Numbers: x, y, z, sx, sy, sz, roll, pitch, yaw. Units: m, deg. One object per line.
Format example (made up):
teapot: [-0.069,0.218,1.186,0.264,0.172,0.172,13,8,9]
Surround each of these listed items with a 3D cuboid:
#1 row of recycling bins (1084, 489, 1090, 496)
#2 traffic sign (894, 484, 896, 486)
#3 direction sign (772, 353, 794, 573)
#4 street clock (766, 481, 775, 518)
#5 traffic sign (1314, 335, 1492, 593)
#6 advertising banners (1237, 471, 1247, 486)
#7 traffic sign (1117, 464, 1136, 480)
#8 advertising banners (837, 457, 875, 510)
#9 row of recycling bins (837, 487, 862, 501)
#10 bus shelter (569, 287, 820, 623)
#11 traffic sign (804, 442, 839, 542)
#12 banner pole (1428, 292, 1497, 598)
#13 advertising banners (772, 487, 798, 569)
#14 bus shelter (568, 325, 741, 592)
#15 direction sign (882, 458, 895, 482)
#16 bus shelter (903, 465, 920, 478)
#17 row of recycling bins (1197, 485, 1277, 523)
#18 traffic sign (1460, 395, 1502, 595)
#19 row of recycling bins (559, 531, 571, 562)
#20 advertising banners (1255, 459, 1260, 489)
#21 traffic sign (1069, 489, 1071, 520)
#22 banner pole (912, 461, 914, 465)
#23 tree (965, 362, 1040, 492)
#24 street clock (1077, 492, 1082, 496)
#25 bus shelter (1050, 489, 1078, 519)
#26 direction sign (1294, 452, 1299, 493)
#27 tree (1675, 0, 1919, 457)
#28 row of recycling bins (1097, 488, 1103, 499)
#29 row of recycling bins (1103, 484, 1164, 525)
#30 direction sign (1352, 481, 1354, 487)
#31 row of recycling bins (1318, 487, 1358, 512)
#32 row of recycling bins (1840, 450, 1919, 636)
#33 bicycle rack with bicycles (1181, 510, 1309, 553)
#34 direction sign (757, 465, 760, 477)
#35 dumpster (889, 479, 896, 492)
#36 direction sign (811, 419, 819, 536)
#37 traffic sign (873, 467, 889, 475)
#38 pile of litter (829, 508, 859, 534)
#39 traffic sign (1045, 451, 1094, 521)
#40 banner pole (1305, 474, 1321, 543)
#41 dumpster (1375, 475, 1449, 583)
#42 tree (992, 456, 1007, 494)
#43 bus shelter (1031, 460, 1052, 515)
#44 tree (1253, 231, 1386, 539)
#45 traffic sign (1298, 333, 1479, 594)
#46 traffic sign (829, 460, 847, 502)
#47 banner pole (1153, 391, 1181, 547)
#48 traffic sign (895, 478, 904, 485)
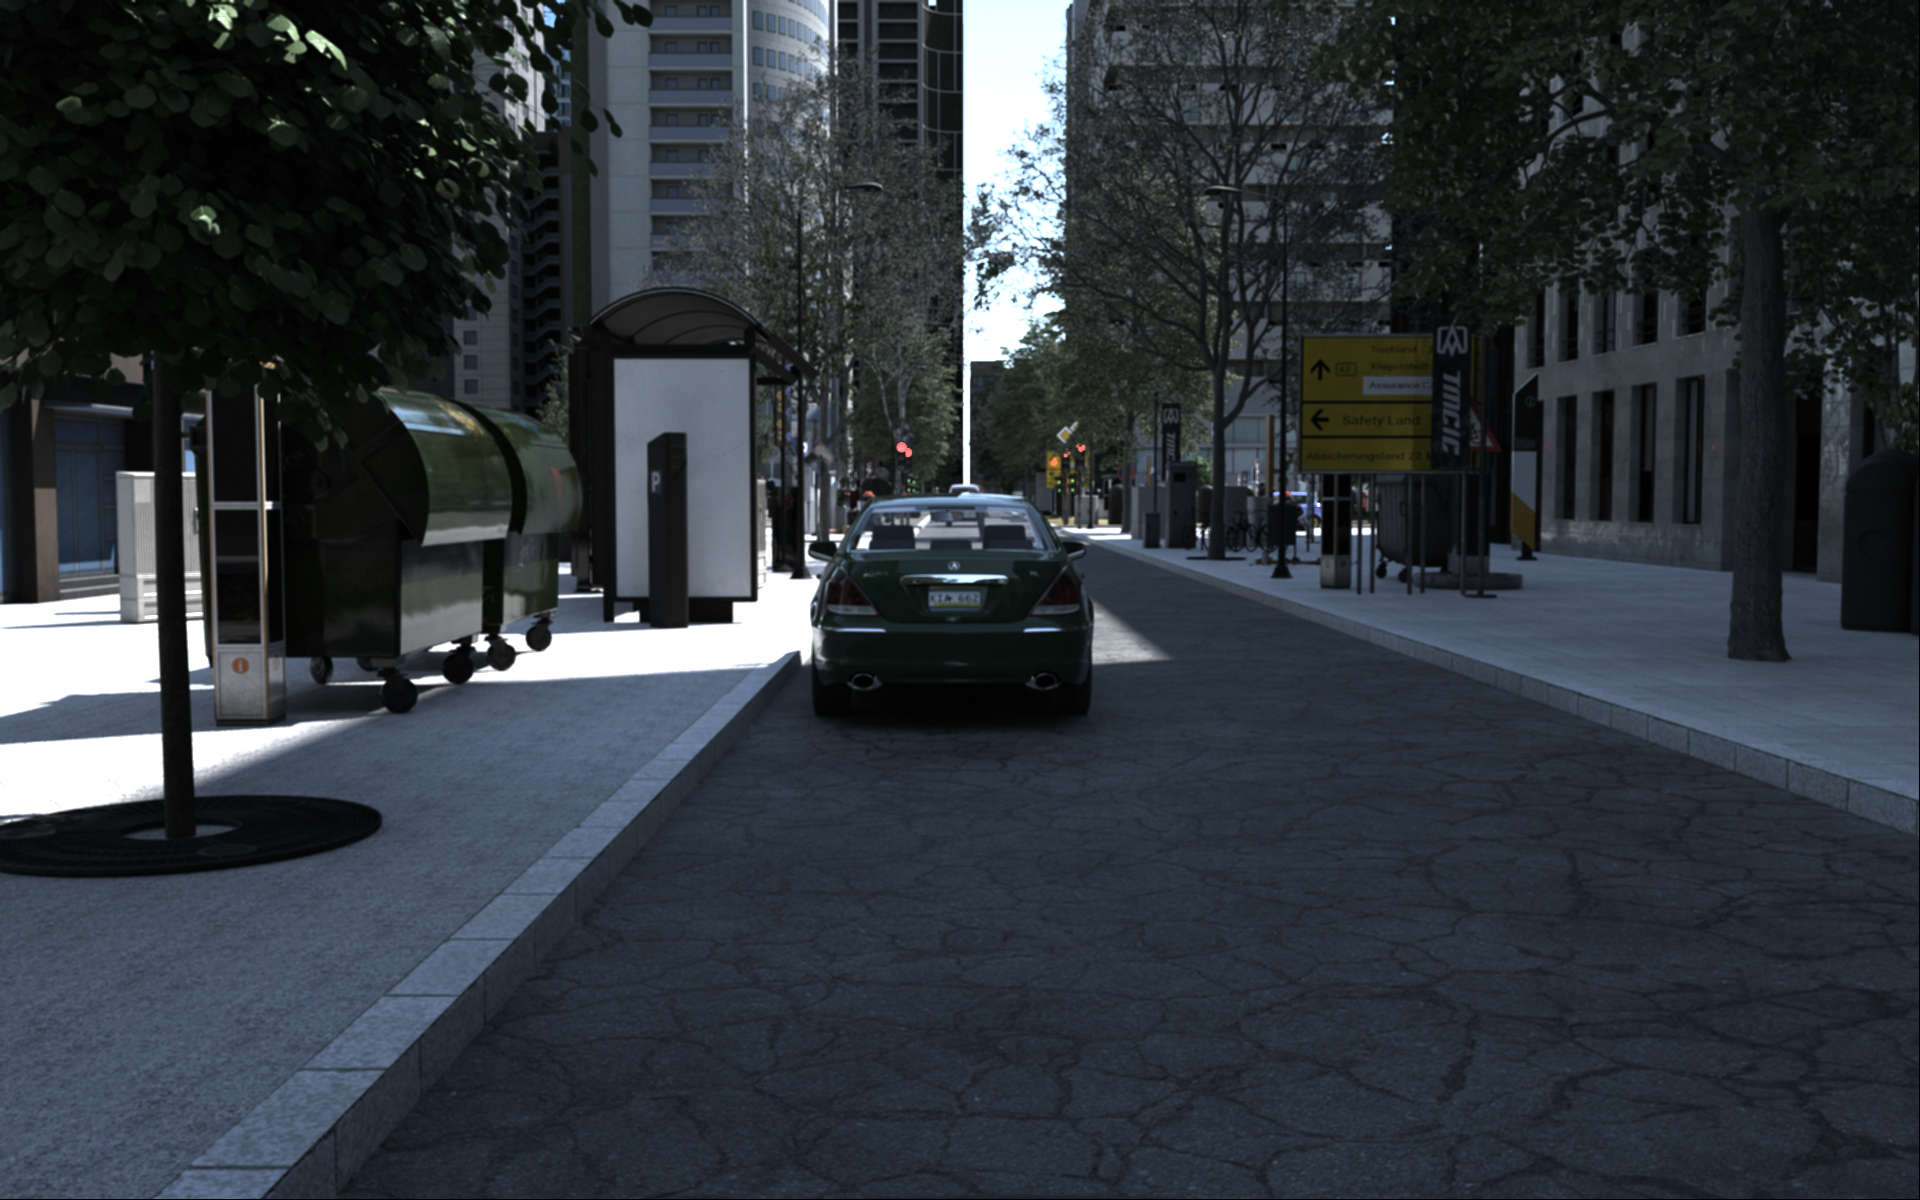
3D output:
row of recycling bins: [11.017,-7.793,134.529,3.534,1.692,1.069,2,4,30]
traffic sign: [-4.672,-8.044,131.631,0.768,2.556,0.104,0,4,3]
direction sign: [-2.900,-2.226,28.393,0.379,3.537,0.876,1,4,10]
street clock: [-10.125,-5.380,92.533,0.358,2.002,0.471,3,4,37]
traffic sign: [5.668,-1.741,22.343,2.265,3.308,0.079,0,4,3]
advertising banners: [21.220,-8.338,132.516,0.090,3.025,2.074,-3,4,-37]
traffic sign: [6.858,-4.359,71.375,0.768,2.556,0.104,0,4,3]
advertising banners: [-5.057,-5.300,82.839,2.074,3.025,0.090,1,4,13]
row of recycling bins: [-6.993,-6.172,108.032,1.069,1.692,3.534,-3,4,-36]
bus shelter: [-2.814,-1.578,19.720,2.014,3.302,5.546,0,4,0]
traffic sign: [-3.092,-2.283,38.516,0.795,2.450,0.064,0,4,5]
banner pole: [6.246,-1.923,21.466,0.863,3.779,0.401,1,4,9]
advertising banners: [-3.709,-2.037,29.500,2.074,3.025,0.090,-1,4,-11]
bus shelter: [-4.276,-2.103,25.660,1.731,3.624,6.357,0,4,0]
direction sign: [-4.552,-7.226,110.148,0.876,3.537,0.379,1,4,17]
bus shelter: [-4.023,-8.901,136.814,1.731,3.624,6.357,0,4,0]
row of recycling bins: [12.320,-4.275,77.005,3.534,1.692,1.069,1,4,15]
traffic sign: [6.380,-1.339,21.893,0.884,2.594,0.081,0,4,2]
row of recycling bins: [-7.150,-1.581,32.964,3.534,1.692,1.069,-1,4,-9]
advertising banners: [15.155,-5.522,86.472,0.090,3.025,2.074,2,4,35]
traffic sign: [5.529,-5.323,87.039,0.884,2.594,0.081,0,4,6]
banner pole: [-3.488,-8.466,128.432,0.401,3.779,0.863,1,4,17]
tree: [5.347,-15.805,165.060,9.857,13.997,8.962,0,3,0]
street clock: [5.684,-4.738,82.038,0.358,2.002,0.471,0,4,0]
bus shelter: [5.887,-7.156,94.628,2.179,5.291,8.768,0,3,0]
direction sign: [18.066,-6.184,93.113,0.379,3.537,0.876,2,4,25]
tree: [10.542,-4.252,19.880,4.737,8.622,4.395,0,3,0]
row of recycling bins: [9.392,-5.527,97.486,3.534,1.692,1.069,3,4,38]
row of recycling bins: [7.977,-4.019,72.828,3.534,1.692,1.069,-1,4,-14]
direction sign: [30.256,-8.643,133.304,0.379,3.537,0.876,-1,4,-19]
row of recycling bins: [19.192,-4.956,88.145,1.069,1.692,3.534,-1,4,-11]
row of recycling bins: [9.262,-0.490,15.122,1.069,1.692,3.534,-1,4,-21]
bicycle rack with bicycles: [6.567,-1.562,38.915,2.852,0.926,2.925,-1,4,-15]
direction sign: [-13.522,-7.552,115.470,0.379,3.537,0.876,1,4,20]
dumpster: [-4.800,-6.838,114.297,1.502,2.255,1.985,0,4,0]
direction sign: [-4.373,-3.717,52.767,0.379,3.537,0.876,0,4,2]
traffic sign: [-3.702,-4.969,81.354,0.768,2.556,0.104,0,4,6]
pile of litter: [-3.640,-2.541,55.514,1.176,0.858,1.719,0,4,-7]
traffic sign: [5.139,-5.339,81.166,2.265,3.308,0.079,0,4,2]
banner pole: [9.468,-3.381,45.293,0.863,3.779,0.401,0,4,-4]
dumpster: [6.923,-1.215,25.616,1.264,1.857,1.865,0,4,0]
tree: [4.654,-14.258,183.487,4.737,8.622,4.395,0,3,0]
bus shelter: [5.295,-6.628,102.296,2.014,3.302,5.546,0,4,0]
tree: [10.043,-6.039,49.107,4.360,8.622,3.978,0,3,0]
traffic sign: [5.425,-1.722,22.033,2.265,3.308,0.079,0,4,0]
traffic sign: [-4.526,-3.862,63.251,0.768,2.556,0.104,0,4,5]
banner pole: [4.969,-3.185,42.093,0.863,3.779,0.401,2,4,23]
traffic sign: [-4.330,-7.554,123.609,0.768,2.556,0.104,0,4,6]
